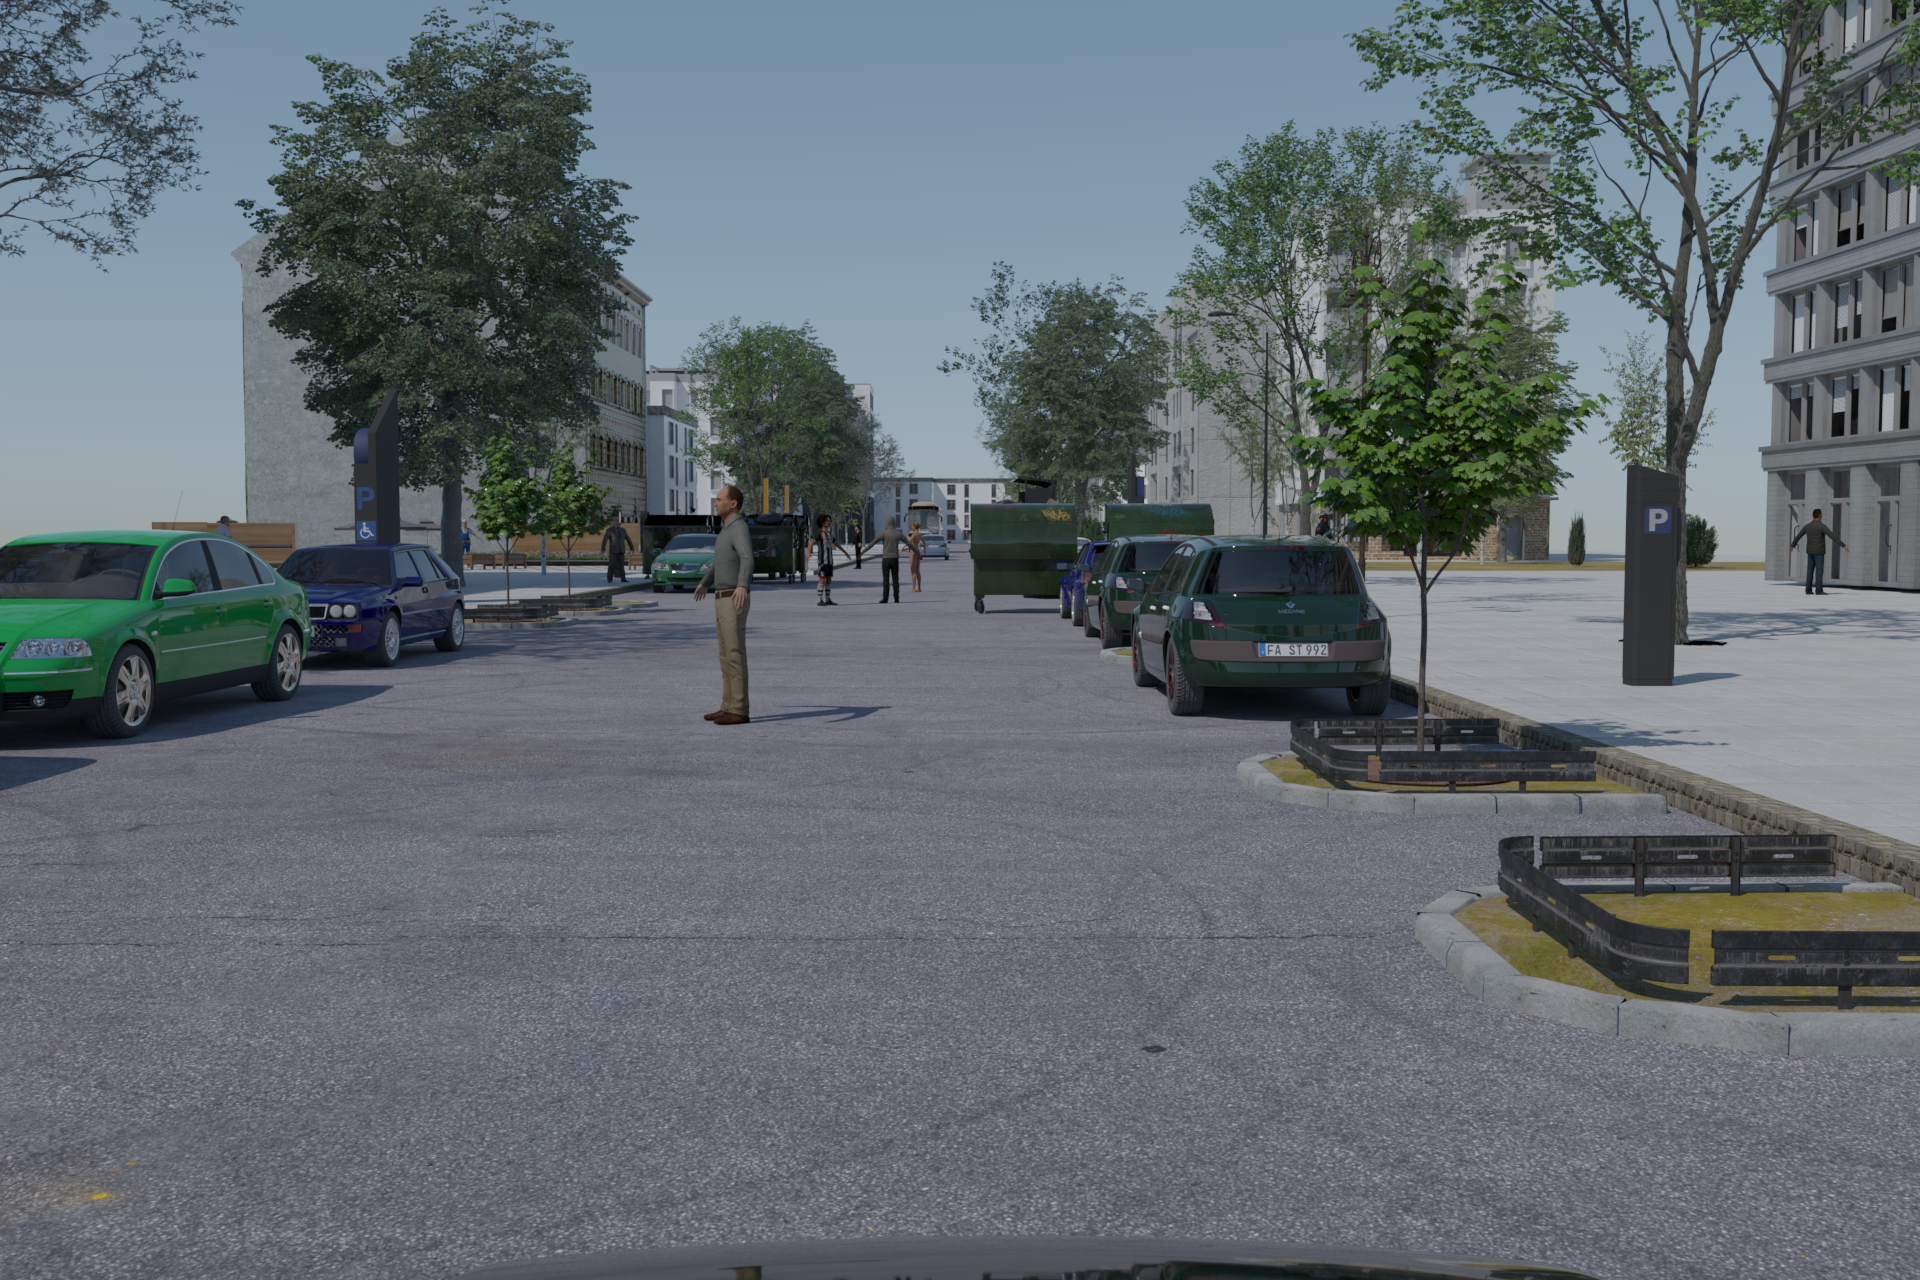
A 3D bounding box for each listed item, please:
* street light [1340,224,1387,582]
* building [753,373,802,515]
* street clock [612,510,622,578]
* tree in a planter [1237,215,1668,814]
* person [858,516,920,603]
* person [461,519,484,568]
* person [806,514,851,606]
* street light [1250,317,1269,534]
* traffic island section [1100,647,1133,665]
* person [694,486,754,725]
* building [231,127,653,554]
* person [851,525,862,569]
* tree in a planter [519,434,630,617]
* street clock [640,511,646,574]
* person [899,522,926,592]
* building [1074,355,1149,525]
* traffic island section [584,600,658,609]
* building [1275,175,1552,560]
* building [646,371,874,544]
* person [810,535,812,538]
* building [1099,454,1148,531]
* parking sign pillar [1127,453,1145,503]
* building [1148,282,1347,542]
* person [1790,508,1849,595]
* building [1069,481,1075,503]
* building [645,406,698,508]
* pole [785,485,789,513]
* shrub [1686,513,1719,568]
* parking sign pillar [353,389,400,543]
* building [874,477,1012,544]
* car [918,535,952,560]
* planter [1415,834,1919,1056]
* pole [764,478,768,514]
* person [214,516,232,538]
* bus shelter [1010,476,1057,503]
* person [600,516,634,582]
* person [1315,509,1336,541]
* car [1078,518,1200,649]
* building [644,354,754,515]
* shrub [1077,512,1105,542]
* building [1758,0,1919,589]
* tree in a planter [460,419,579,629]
[{"bbox_3d":[6.114,-3.268,26.218,0.468,5.910,1.993,0,4,0],"label":"street light"},{"bbox_3d":[-24.435,-20.974,199.342,16.016,20.090,11.380,0,4,1],"label":"building"},{"bbox_3d":[-10.036,-2.821,50.693,0.358,2.002,0.471,0,4,0],"label":"street clock"},{"bbox_3d":[2.627,-0.767,9.758,1.991,3.239,1.994,0,3,0],"label":"tree in a planter"},{"bbox_3d":[-1.449,-1.672,35.929,1.348,1.813,0.705,-1,4,-19],"label":"person"},{"bbox_3d":[-18.698,-3.644,65.443,1.347,1.847,0.705,-1,4,-20],"label":"person"},{"bbox_3d":[-2.672,-1.590,34.594,0.704,1.843,1.345,2,4,35],"label":"person"},{"bbox_3d":[6.931,-3.891,36.162,1.470,5.913,1.316,0,4,0],"label":"street light"},{"bbox_3d":[2.621,0.191,19.739,1.991,0.108,1.994,0,4,0],"label":"traffic island section"},{"bbox_3d":[-1.761,-0.270,13.147,0.705,1.796,1.348,-1,4,-21],"label":"person"},{"bbox_3d":[-29.434,-16.600,102.346,19.493,23.208,18.063,0,4,0],"label":"building"},{"bbox_3d":[-4.192,-3.805,70.847,0.705,1.806,1.347,-1,4,-17],"label":"person"},{"bbox_3d":[-7.016,-2.066,30.995,1.991,3.239,1.994,0,4,1],"label":"tree in a planter"},{"bbox_3d":[-10.038,-3.100,55.254,0.358,2.002,0.471,0,4,1],"label":"street clock"},{"bbox_3d":[-1.164,-2.047,42.723,0.721,1.733,1.217,2,4,31],"label":"person"},{"bbox_3d":[23.572,-23.144,209.331,19.493,23.208,18.063,0,4,1],"label":"building"},{"bbox_3d":[-7.030,-0.690,34.154,1.991,0.108,1.994,0,4,1],"label":"traffic island section"},{"bbox_3d":[23.213,-14.770,97.904,16.016,20.090,11.380,0,4,0],"label":"building"},{"bbox_3d":[-26.084,-23.788,232.903,27.936,21.610,32.646,0,4,-1],"label":"building"},{"bbox_3d":[-7.162,-4.390,78.492,1.216,1.740,0.721,-1,4,-14],"label":"person"},{"bbox_3d":[20.416,-14.951,186.602,9.099,9.664,28.070,0,4,0],"label":"building"},{"bbox_3d":[5.933,-4.290,58.619,1.447,3.967,1.447,0,4,0],"label":"parking sign pillar"},{"bbox_3d":[24.181,-16.134,130.243,16.747,18.905,31.486,0,4,0],"label":"building"},{"bbox_3d":[18.074,-1.863,36.529,0.705,1.821,1.348,-2,4,-28],"label":"person"},{"bbox_3d":[24.329,-24.420,230.188,19.493,23.208,18.063,0,4,0],"label":"building"},{"bbox_3d":[-23.743,-11.317,127.181,9.099,9.664,28.070,0,3,0],"label":"building"},{"bbox_3d":[-7.263,-4.822,72.680,0.158,3.312,0.155,0,3,0],"label":"pole"},{"bbox_3d":[28.032,-3.793,66.063,1.661,2.075,1.752,0,3,0],"label":"shrub"},{"bbox_3d":[-10.619,-2.635,31.558,1.447,3.967,1.447,0,4,-1],"label":"parking sign pillar"},{"bbox_3d":[-3.986,-19.060,256.237,28.070,9.664,9.099,0,4,1],"label":"building"},{"bbox_3d":[-1.469,-5.110,95.550,2.014,1.417,4.499,0,4,0],"label":"car"},{"bbox_3d":[2.600,0.942,5.740,1.991,0.319,1.994,0,4,1],"label":"planter"},{"bbox_3d":[-7.098,-4.255,63.410,0.158,3.312,0.155,0,3,0],"label":"pole"},{"bbox_3d":[-17.025,-2.032,40.205,0.756,1.711,0.436,3,5,44],"label":"person"},{"bbox_3d":[3.106,-5.014,73.263,1.731,3.624,6.357,0,4,-1],"label":"bus shelter"},{"bbox_3d":[-9.065,-2.405,45.923,0.990,1.755,0.434,-2,4,-34],"label":"person"},{"bbox_3d":[7.828,-1.905,37.015,0.704,1.845,1.351,2,4,29],"label":"person"},{"bbox_3d":[2.595,-0.799,22.854,2.009,1.686,4.222,0,4,-1],"label":"car"},{"bbox_3d":[-28.270,-19.957,182.722,16.016,20.090,11.380,0,4,0],"label":"building"},{"bbox_3d":[4.712,-3.615,63.147,1.661,2.075,1.752,0,3,0],"label":"shrub"},{"bbox_3d":[24.472,-11.556,35.620,8.464,21.280,15.925,0,4,0],"label":"building"},{"bbox_3d":[-7.079,-1.824,27.037,1.991,3.239,1.994,0,4,1],"label":"tree in a planter"}]
